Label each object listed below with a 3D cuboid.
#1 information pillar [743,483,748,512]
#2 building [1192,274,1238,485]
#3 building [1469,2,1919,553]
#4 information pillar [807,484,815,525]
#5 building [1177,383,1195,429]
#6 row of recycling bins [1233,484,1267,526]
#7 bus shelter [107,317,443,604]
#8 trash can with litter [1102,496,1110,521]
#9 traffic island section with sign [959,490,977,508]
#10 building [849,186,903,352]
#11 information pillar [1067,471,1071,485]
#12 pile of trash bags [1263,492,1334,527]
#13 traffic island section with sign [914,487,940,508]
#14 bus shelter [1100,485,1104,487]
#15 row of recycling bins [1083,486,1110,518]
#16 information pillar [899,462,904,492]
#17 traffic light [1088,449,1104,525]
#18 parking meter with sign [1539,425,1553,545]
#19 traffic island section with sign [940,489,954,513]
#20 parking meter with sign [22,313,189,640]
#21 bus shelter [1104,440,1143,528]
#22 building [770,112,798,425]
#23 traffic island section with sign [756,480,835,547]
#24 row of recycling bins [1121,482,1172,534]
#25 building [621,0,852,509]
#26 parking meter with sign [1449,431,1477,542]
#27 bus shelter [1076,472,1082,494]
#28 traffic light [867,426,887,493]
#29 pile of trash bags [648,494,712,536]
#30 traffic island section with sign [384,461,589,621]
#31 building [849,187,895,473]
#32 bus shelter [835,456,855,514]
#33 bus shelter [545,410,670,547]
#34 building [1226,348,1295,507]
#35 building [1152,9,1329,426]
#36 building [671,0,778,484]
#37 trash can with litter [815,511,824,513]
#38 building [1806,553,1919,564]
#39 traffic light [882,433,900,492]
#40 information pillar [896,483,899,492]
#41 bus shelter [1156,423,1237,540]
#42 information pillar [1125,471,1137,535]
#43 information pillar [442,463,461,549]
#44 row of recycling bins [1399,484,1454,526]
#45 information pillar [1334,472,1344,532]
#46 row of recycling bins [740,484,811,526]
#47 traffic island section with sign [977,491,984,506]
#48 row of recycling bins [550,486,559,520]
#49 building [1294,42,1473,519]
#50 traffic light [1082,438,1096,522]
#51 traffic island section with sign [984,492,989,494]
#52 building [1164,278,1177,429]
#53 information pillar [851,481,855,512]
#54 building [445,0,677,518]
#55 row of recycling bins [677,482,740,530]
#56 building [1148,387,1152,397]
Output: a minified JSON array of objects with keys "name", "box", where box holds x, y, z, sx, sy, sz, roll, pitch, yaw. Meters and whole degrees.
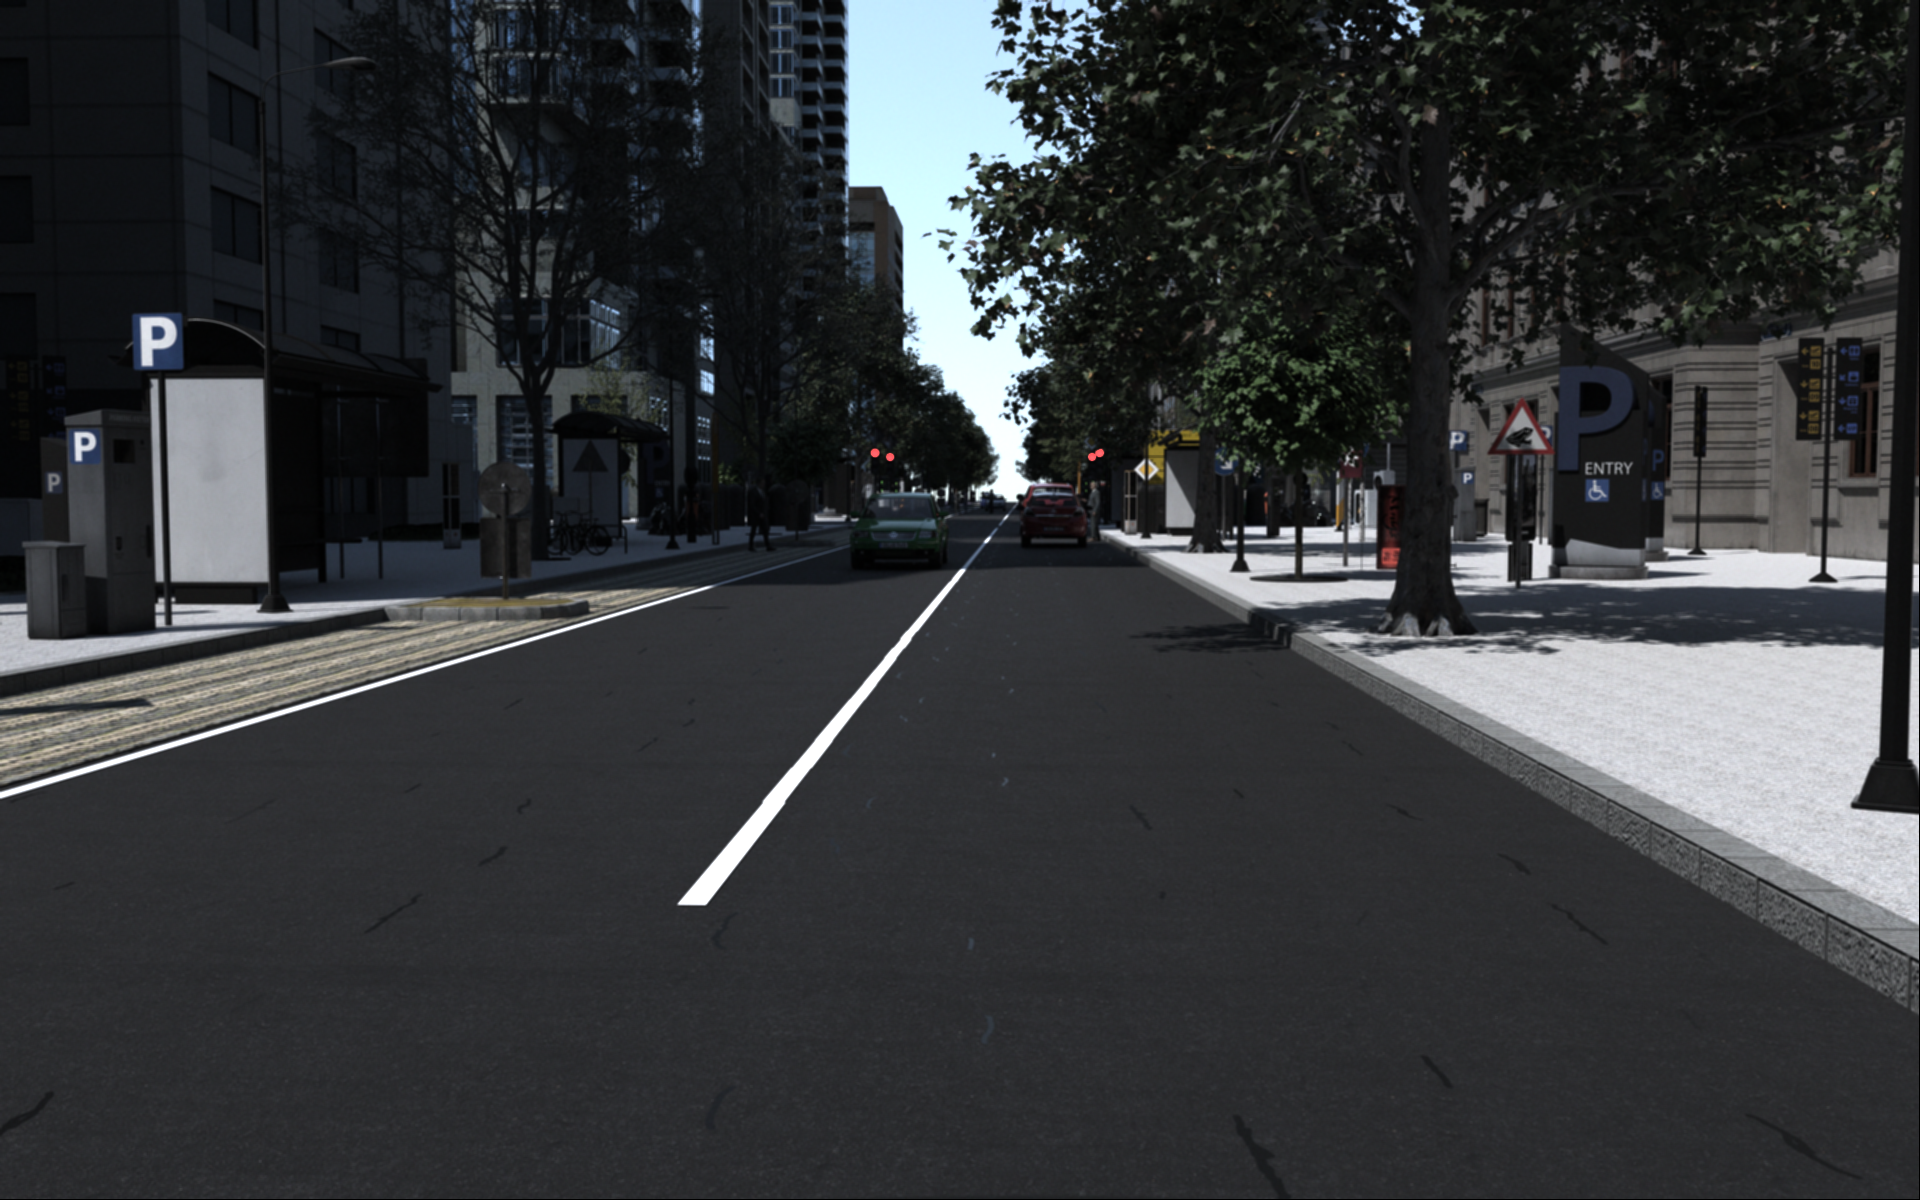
[{"name":"information pillar","box":[-14.603,-6.943,118.016,0.304,2.012,0.304,0,4,-6]},{"name":"building","box":[26.295,-18.350,141.820,13.314,21.916,24.055,0,4,2]},{"name":"building","box":[22.151,-13.020,49.037,11.583,22.565,21.152,0,4,2]},{"name":"information pillar","box":[-6.315,-4.188,72.968,0.304,2.012,0.304,1,4,20]},{"name":"building","box":[28.074,-24.303,169.056,14.160,30.474,14.107,0,4,2]},{"name":"row of recycling bins","box":[10.756,-3.896,70.814,3.534,1.692,1.069,1,4,10]},{"name":"bus shelter","box":[-8.644,-1.754,22.599,2.014,3.302,5.546,0,4,2]},{"name":"trash can with litter","box":[7.233,-4.315,81.935,1.055,1.170,0.624,1,4,14]},{"name":"traffic island section with sign","box":[0.513,-10.436,179.252,1.989,1.847,2.006,0,4,2]},{"name":"building","box":[-20.351,-39.848,275.220,21.300,48.544,21.600,0,4,2]},{"name":"information pillar","box":[9.447,-9.705,150.025,0.504,3.616,0.183,3,5,41]},{"name":"pile of trash bags","box":[12.910,-3.514,67.202,3.447,1.369,1.912,-3,5,-45]},{"name":"traffic island section with sign","box":[-2.357,-5.762,102.830,1.989,1.847,2.006,0,4,2]},{"name":"bus shelter","box":[9.384,-7.259,109.970,1.731,3.624,6.357,0,4,2]},{"name":"row of recycling bins","box":[7.814,-5.212,92.329,1.069,1.692,3.534,-2,4,-35]},{"name":"information pillar","box":[-3.772,-7.347,111.480,0.183,3.616,0.504,-3,5,-39]},{"name":"traffic light","box":[5.730,-5.051,71.497,0.839,4.253,0.868,0,4,2]},{"name":"parking meter with sign","box":[15.078,-2.876,43.288,0.543,3.016,1.738,-1,4,-19]},{"name":"traffic island section with sign","box":[-1.349,-7.409,129.767,1.989,1.847,2.006,0,4,2]},{"name":"parking meter with sign","box":[-7.874,-1.207,15.988,0.543,3.016,1.738,1,4,11]},{"name":"bus shelter","box":[6.408,-4.264,63.643,2.014,3.302,5.546,0,4,2]},{"name":"building","box":[-28.991,-29.112,167.863,32.217,40.220,23.993,0,4,2]},{"name":"traffic island section with sign","box":[-4.446,-2.364,47.279,1.989,1.847,2.006,0,4,2]},{"name":"row of recycling bins","box":[6.264,-3.053,57.037,1.069,1.692,3.534,-1,4,-18]},{"name":"building","box":[-22.858,-53.887,193.729,22.319,86.520,31.000,0,4,2]},{"name":"parking meter with sign","box":[13.630,-3.096,46.880,0.543,3.016,1.738,0,4,2]},{"name":"bus shelter","box":[11.042,-9.576,150.483,2.014,3.302,5.546,0,4,2]},{"name":"traffic light","box":[-3.475,-5.071,71.825,0.839,4.253,0.868,0,4,2]},{"name":"pile of trash bags","box":[-8.575,-2.701,53.917,1.912,1.369,3.447,-1,4,-19]},{"name":"traffic island section with sign","box":[-5.463,-0.716,20.343,1.989,1.847,2.006,0,4,2]},{"name":"building","box":[-16.993,-37.098,256.660,14.600,45.320,14.200,0,4,2]},{"name":"bus shelter","box":[-6.984,-7.165,108.430,1.731,3.624,6.357,0,4,2]},{"name":"bus shelter","box":[-8.941,-3.103,44.658,2.014,3.302,5.546,0,4,2]},{"name":"building","box":[26.258,-19.824,117.635,14.314,27.812,24.014,0,4,2]},{"name":"building","box":[33.205,-40.479,203.832,21.231,58.520,28.212,0,4,2]},{"name":"building","box":[-23.843,-42.844,138.753,20.563,71.187,20.611,0,4,2]},{"name":"trash can with litter","box":[-10.395,-6.691,120.463,1.678,1.210,2.233,-3,5,-42]},{"name":"building","box":[22.322,-11.728,27.904,11.583,22.565,21.152,0,4,2]},{"name":"traffic light","box":[-3.176,-5.559,79.805,0.839,4.253,0.868,0,4,2]},{"name":"information pillar","box":[-4.091,-6.490,110.599,0.304,2.012,0.304,2,4,32]},{"name":"bus shelter","box":[6.919,-3.458,50.465,2.014,3.302,5.546,0,4,2]},{"name":"information pillar","box":[5.378,-3.057,54.477,0.304,2.012,0.304,-1,4,-20]},{"name":"information pillar","box":[-11.900,-2.205,40.539,0.304,2.012,0.304,3,5,42]},{"name":"row of recycling bins","box":[19.110,-3.817,69.516,3.534,1.692,1.069,2,4,24]},{"name":"information pillar","box":[13.083,-4.161,59.394,0.504,3.616,0.183,-3,5,-43]},{"name":"row of recycling bins","box":[-7.708,-3.812,69.435,3.534,1.692,1.069,-1,4,-23]},{"name":"traffic island section with sign","box":[1.537,-12.092,206.333,1.989,1.847,2.006,0,4,2]},{"name":"row of recycling bins","box":[-20.955,-4.748,84.734,3.534,1.692,1.069,-2,4,-35]},{"name":"building","box":[29.402,-16.937,94.949,19.932,24.808,12.078,0,4,2]},{"name":"traffic light","box":[6.030,-5.539,79.477,0.839,4.253,0.868,0,4,2]},{"name":"traffic island section with sign","box":[3.584,-15.448,261.200,1.989,1.847,2.006,0,4,2]},{"name":"building","box":[29.093,-32.574,182.702,14.600,45.320,14.200,0,4,2]},{"name":"information pillar","box":[-5.971,-5.697,97.637,0.304,2.012,0.304,-1,4,-15]},{"name":"building","box":[-27.058,-48.438,104.639,22.319,86.520,31.000,0,4,2]},{"name":"row of recycling bins","box":[-9.021,-3.316,61.329,1.069,1.692,3.534,1,4,14]},{"name":"building","box":[32.251,-36.073,273.389,14.154,41.232,14.086,0,4,2]}]
